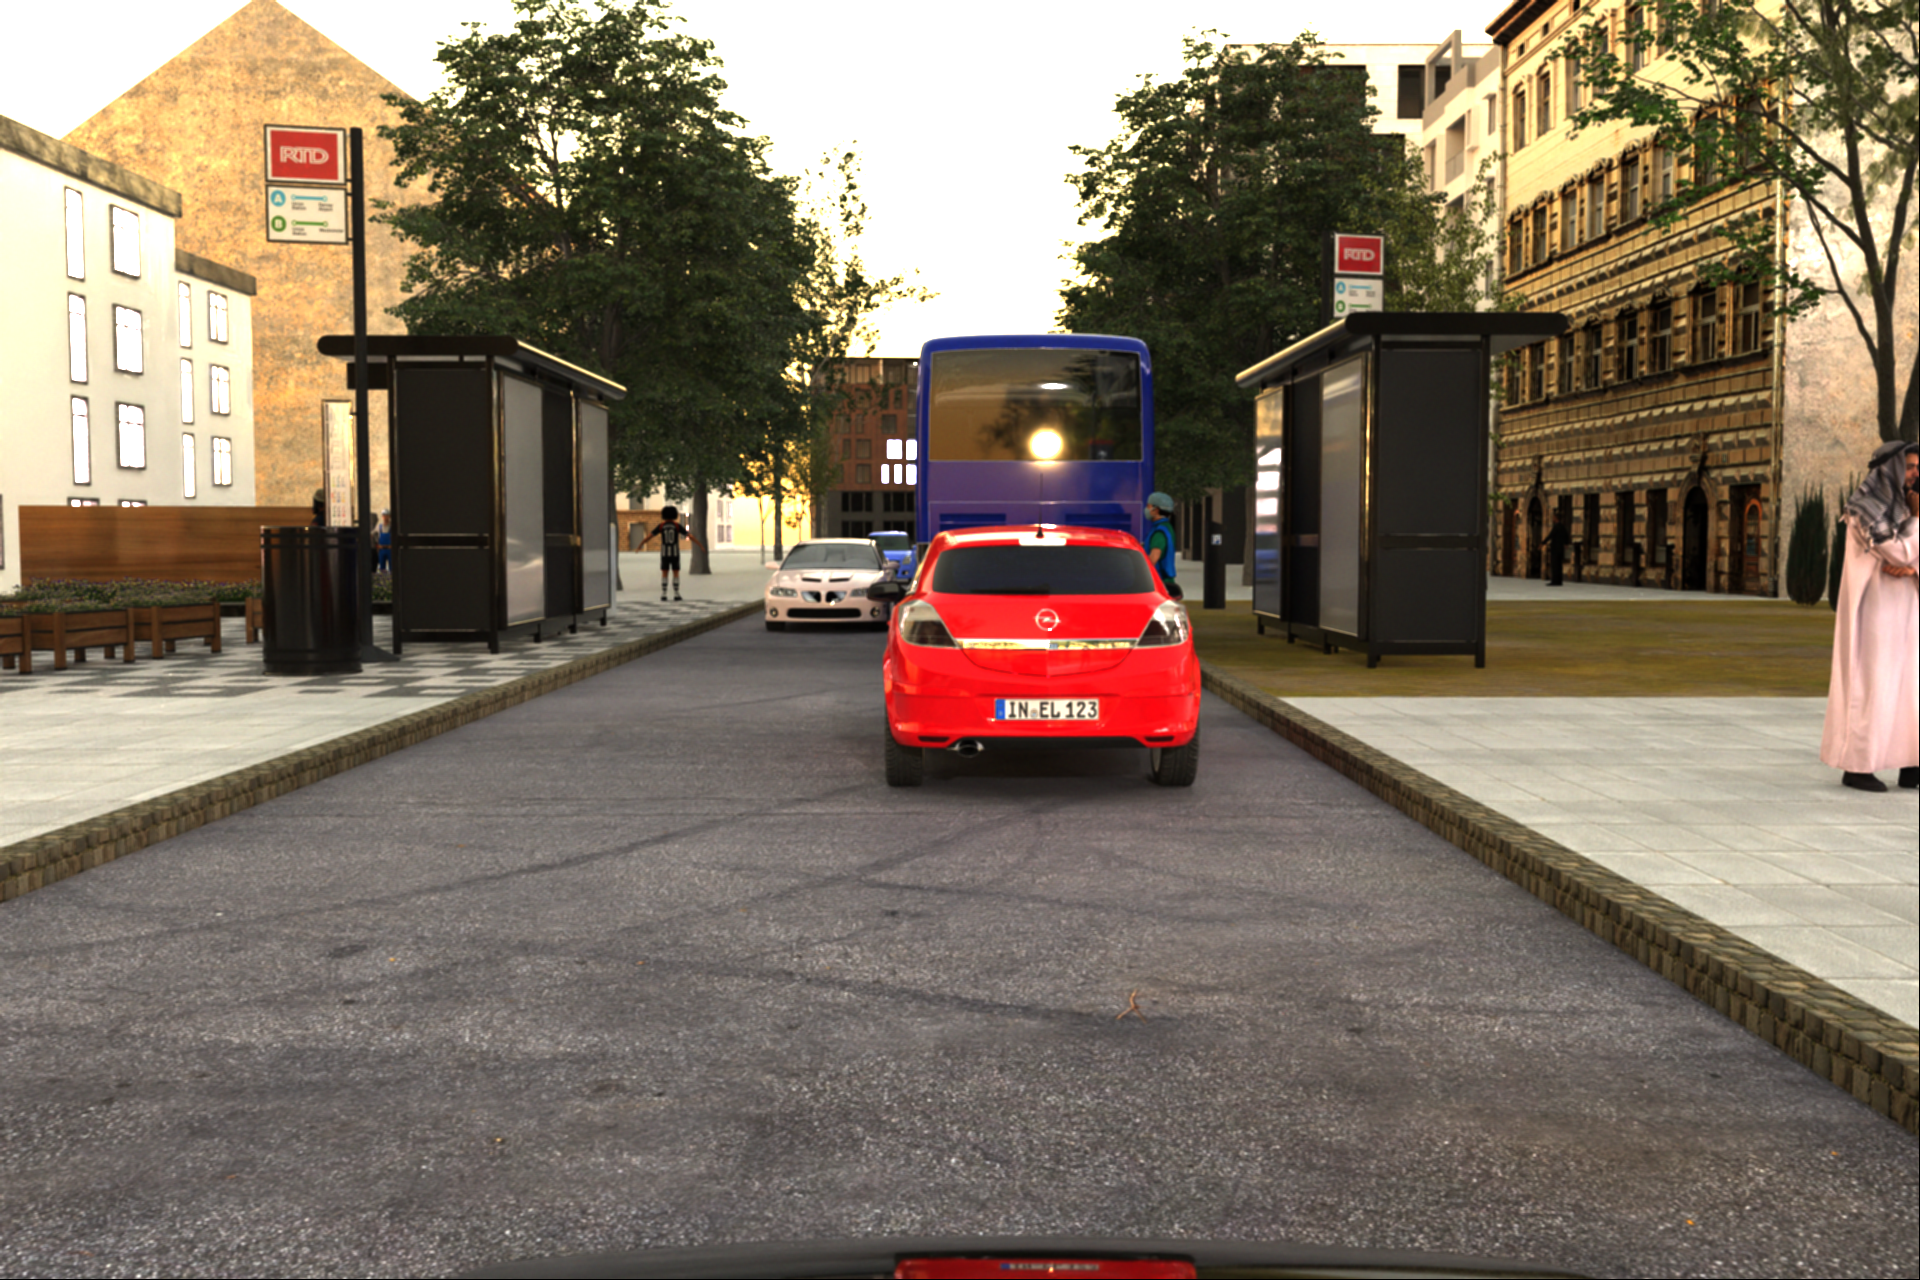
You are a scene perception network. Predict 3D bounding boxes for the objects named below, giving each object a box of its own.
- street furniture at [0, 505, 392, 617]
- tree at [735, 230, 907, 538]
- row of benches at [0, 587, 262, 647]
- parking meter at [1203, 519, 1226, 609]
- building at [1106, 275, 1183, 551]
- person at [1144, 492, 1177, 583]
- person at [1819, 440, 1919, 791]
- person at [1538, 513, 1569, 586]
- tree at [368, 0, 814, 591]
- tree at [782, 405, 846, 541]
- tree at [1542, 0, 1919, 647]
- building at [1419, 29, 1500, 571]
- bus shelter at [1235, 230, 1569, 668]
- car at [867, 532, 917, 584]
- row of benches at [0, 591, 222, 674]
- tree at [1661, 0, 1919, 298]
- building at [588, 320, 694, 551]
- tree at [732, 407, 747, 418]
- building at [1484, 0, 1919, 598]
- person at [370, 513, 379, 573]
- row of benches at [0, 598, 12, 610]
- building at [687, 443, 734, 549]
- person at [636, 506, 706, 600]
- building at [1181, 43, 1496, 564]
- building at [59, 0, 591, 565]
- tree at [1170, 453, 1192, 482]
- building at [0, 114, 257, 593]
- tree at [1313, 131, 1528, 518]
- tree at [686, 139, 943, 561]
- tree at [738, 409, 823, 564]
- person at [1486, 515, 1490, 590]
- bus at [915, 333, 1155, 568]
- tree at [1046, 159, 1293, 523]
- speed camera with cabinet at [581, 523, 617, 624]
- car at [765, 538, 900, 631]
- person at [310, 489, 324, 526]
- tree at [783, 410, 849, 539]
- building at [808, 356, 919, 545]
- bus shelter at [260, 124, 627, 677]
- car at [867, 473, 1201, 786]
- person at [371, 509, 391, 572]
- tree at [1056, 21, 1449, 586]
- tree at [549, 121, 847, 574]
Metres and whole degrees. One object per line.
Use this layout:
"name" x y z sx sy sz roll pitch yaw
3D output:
"street furniture" -11.682 -1.349 28.911 11.010 1.723 9.812 -1 4 -18
"tree" -9.593 -15.572 110.493 12.611 20.169 13.585 0 3 0
"row of benches" -9.168 -0.288 20.168 4.104 0.672 1.422 -1 4 -16
"parking meter" 4.383 -1.308 29.801 0.372 1.533 0.369 0 3 0
"building" 25.749 -18.350 143.997 27.936 21.610 32.646 0 4 0
"person" 1.811 -0.456 16.044 0.704 1.817 1.347 1 4 16
"person" 4.645 -0.118 8.641 0.621 1.740 0.551 3 5 41
"person" 14.770 -2.245 42.924 1.346 1.802 0.704 -3 5 -42
"tree" -8.137 -8.097 39.034 9.857 13.997 8.962 0 3 0
"tree" -8.774 -8.715 92.857 4.360 8.622 3.978 0 3 0
"tree" 10.442 -5.702 18.992 9.928 11.665 9.643 0 3 0
"building" 23.079 -12.848 66.481 16.016 20.090 11.380 0 4 0
"bus shelter" 4.640 -2.633 20.681 2.179 5.291 8.768 0 4 -1
"car" -2.080 -2.492 50.339 1.945 1.707 3.694 0 3 0
"row of benches" -8.649 -0.090 16.936 1.422 0.672 4.104 1 4 11
"tree" 7.422 -3.759 11.816 4.360 8.622 3.978 0 3 0
"building" -27.321 -16.879 132.385 16.016 20.090 11.380 0 4 1
"tree" -29.299 -21.425 206.193 12.611 20.169 13.585 0 3 0
"building" 25.458 -12.973 43.044 19.493 23.208 18.063 0 4 0
"person" -14.620 -2.271 43.258 0.705 1.813 1.348 -2 4 -31
"row of benches" -10.510 -0.055 16.360 1.422 0.672 4.104 1 4 9
"building" -25.808 -13.541 163.534 9.099 9.664 28.070 0 4 -1
"person" -5.607 -1.676 33.544 1.345 1.843 0.704 0 4 -3
"building" 25.083 -14.971 88.757 27.936 21.610 32.646 0 4 0
"building" -28.277 -15.224 79.845 19.493 23.208 18.063 0 4 0
"tree" 6.508 -8.376 71.361 8.767 10.594 7.601 0 4 3
"building" -23.690 -6.154 42.764 9.099 9.664 28.070 0 4 0
"tree" 8.585 -4.965 31.547 4.737 8.622 4.395 0 3 0
"tree" -7.548 -13.867 82.609 12.611 20.169 13.585 0 3 0
"tree" -8.534 -7.504 73.045 4.360 8.622 3.978 0 3 0
"person" 11.450 -1.927 38.235 0.721 1.740 1.216 1 4 18
"bus" 0.739 -2.002 24.286 2.896 3.916 12.251 0 4 -1
"tree" 7.024 -9.403 60.390 9.857 13.997 8.962 0 3 0
"speed camera with cabinet" -5.549 -1.905 25.490 0.660 3.252 2.038 0 4 0
"car" -1.959 -0.908 27.208 2.083 1.381 4.827 0 3 0
"person" -8.075 -0.990 21.963 0.705 1.856 1.354 1 4 14
"tree" -8.425 -9.106 99.249 4.737 8.622 4.395 0 3 0
"building" -1.575 -22.225 209.816 32.646 21.610 27.936 0 4 -7
"bus shelter" -5.726 -2.577 19.772 2.179 5.291 8.768 0 3 0
"car" 0.445 -0.139 11.319 2.155 1.783 4.494 0 4 0
"person" -12.876 -2.021 38.895 1.347 1.847 0.705 0 4 1
"tree" 7.196 -8.303 42.417 9.857 13.997 8.962 0 3 0
"tree" -8.303 -9.084 55.186 9.857 13.997 8.962 0 3 0
